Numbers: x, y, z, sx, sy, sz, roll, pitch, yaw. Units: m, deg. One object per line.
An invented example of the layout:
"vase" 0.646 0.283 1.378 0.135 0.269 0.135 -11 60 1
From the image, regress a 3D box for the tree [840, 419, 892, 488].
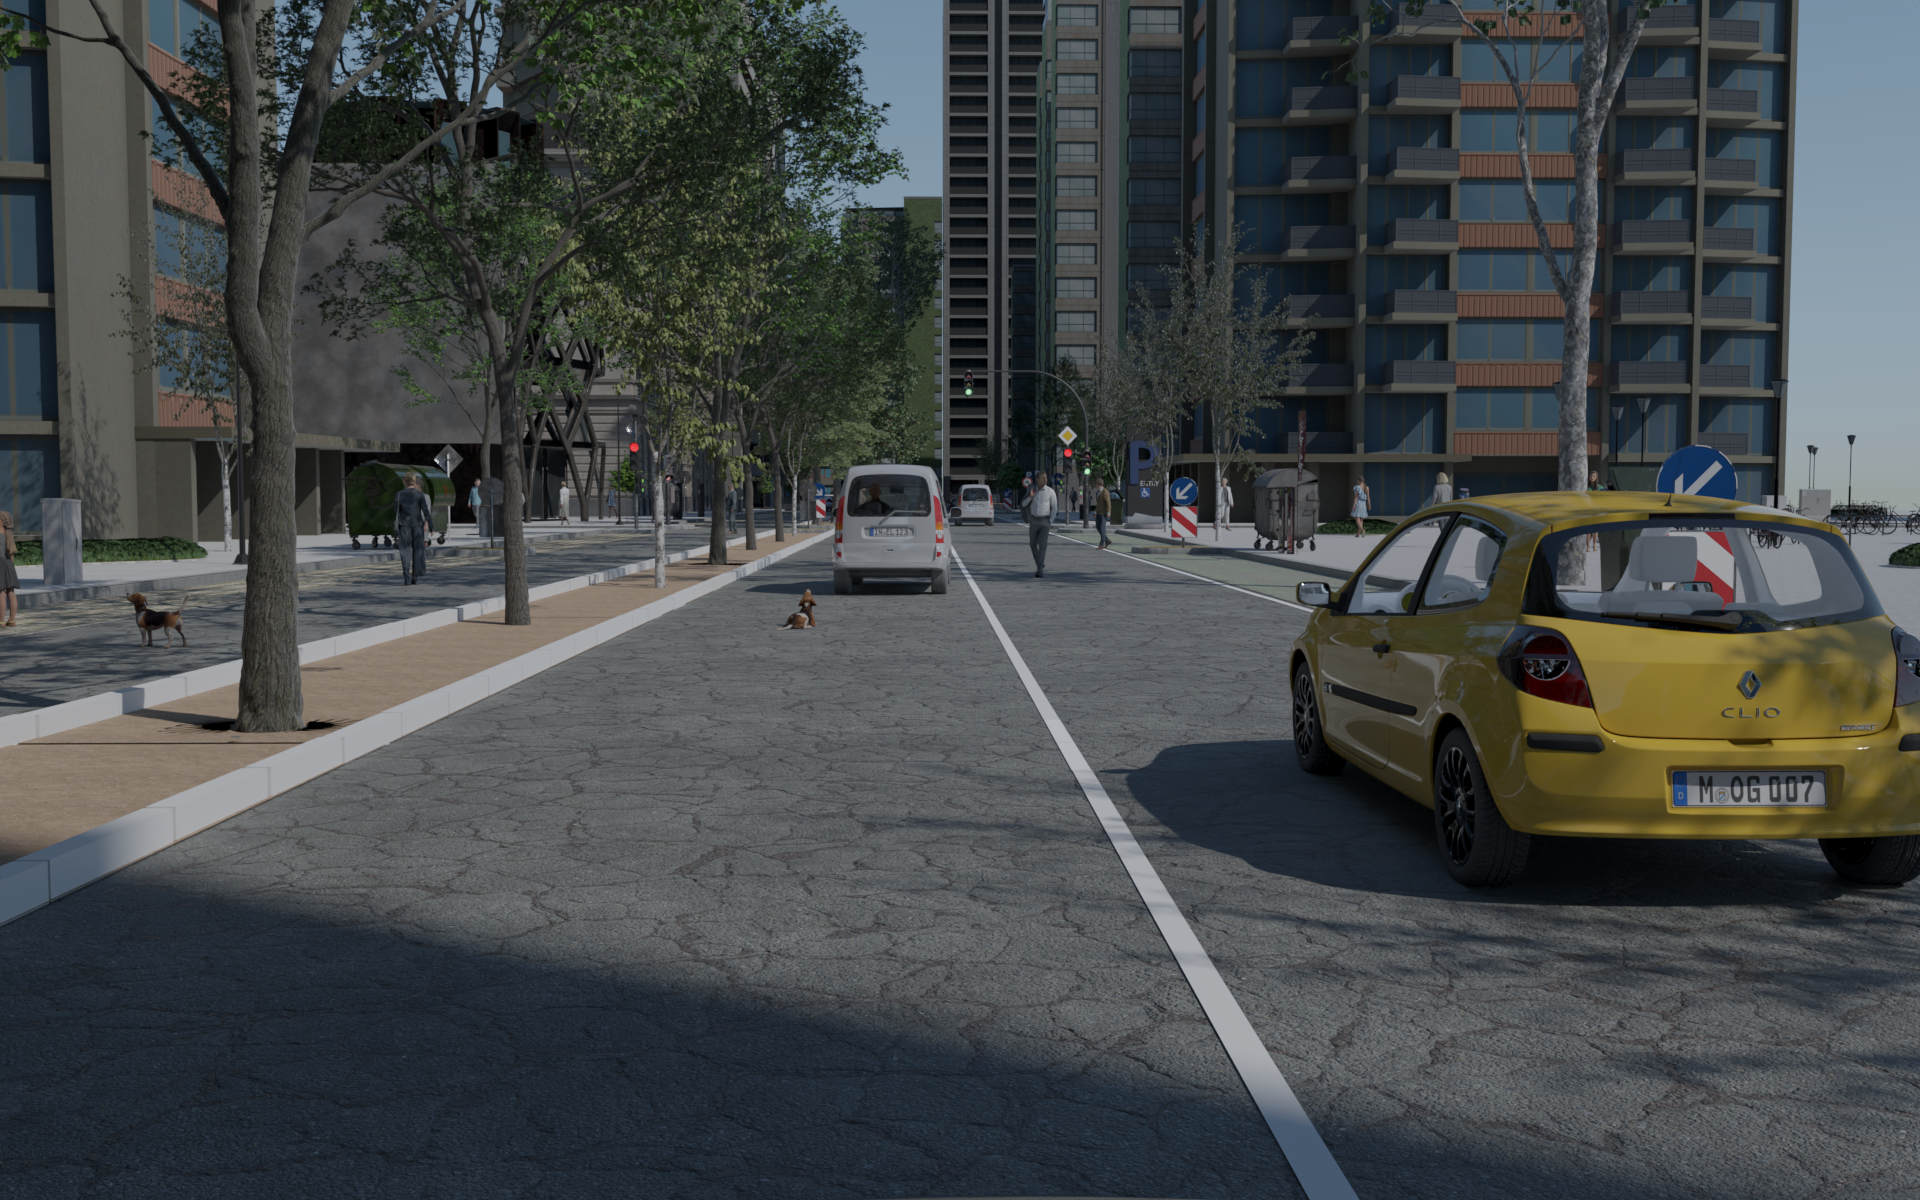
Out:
"tree" -7.123 -10.823 129.780 4.737 8.622 4.395 0 3 0

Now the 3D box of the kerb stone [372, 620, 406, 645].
"kerb stone" -5.602 0.332 16.781 0.120 0.150 1.000 0 4 -1

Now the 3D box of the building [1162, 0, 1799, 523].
"building" 23.773 -26.268 84.103 28.867 44.769 22.147 0 4 -1

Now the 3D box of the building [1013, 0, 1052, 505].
"building" 17.815 -53.599 189.022 22.319 86.520 31.000 0 4 -1

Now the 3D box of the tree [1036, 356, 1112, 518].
"tree" 6.270 -8.635 91.551 4.737 8.622 4.395 0 3 0

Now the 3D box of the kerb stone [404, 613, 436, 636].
"kerb stone" -5.618 0.272 17.803 0.120 0.150 1.000 0 4 -1

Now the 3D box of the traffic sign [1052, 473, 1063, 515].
"traffic sign" 5.929 -6.406 104.851 0.768 2.556 0.104 0 4 2

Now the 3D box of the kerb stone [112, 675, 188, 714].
"kerb stone" -5.481 0.651 11.638 0.120 0.150 1.000 0 4 -1

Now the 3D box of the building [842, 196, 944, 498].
"building" -9.383 -34.023 239.874 14.086 41.232 14.154 0 4 -1

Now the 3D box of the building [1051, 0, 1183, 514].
"building" 14.072 -27.748 137.276 14.154 41.232 14.086 0 4 -1

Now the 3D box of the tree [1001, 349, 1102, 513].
"tree" 6.098 -10.827 111.430 7.601 10.594 8.767 0 4 7

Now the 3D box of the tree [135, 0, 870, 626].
"tree" -4.805 -5.017 18.905 8.767 10.594 7.601 0 4 -1

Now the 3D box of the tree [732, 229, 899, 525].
"tree" -6.202 -9.363 73.669 7.486 12.596 7.792 0 3 0

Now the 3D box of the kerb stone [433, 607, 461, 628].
"kerb stone" -5.648 0.206 18.828 0.120 0.150 1.000 0 4 -1

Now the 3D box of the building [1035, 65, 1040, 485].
"building" 14.124 -28.755 153.739 14.154 41.232 14.086 0 4 -1

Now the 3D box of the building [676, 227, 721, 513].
"building" -24.854 -20.270 128.686 12.463 27.353 25.104 0 4 -1

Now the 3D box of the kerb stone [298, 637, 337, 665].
"kerb stone" -5.551 0.457 14.728 0.120 0.150 1.000 0 4 -1

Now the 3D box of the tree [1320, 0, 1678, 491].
"tree" 9.877 -10.315 24.536 12.611 20.169 13.585 0 3 0

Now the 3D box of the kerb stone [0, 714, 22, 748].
"kerb stone" -5.437 0.771 9.592 0.120 0.150 1.000 0 4 -1

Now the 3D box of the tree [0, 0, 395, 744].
"tree" -4.068 -5.004 10.027 9.928 11.665 9.643 0 3 0

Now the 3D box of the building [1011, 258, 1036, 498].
"building" 13.178 -27.000 213.143 14.160 30.474 14.107 0 4 -1

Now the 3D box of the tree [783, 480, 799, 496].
"tree" -17.545 -11.388 180.789 1.663 3.219 1.824 0 3 0

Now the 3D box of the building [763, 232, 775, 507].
"building" -26.466 -24.663 174.947 14.160 30.474 14.107 0 4 -1

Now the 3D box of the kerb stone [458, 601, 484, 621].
"kerb stone" -5.671 0.145 19.850 0.120 0.150 1.000 0 4 -1

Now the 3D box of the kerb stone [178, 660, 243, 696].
"kerb stone" -5.503 0.582 12.674 0.120 0.150 1.000 0 4 -1

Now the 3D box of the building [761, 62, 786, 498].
"building" -34.388 -37.550 203.187 27.495 52.752 28.713 0 4 -1

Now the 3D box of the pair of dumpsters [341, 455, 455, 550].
"pair of dumpsters" -13.445 -2.390 41.565 1.574 2.255 4.437 0 4 -1

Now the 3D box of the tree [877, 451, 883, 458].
"tree" -7.484 -11.107 134.413 4.360 8.622 3.978 0 3 0

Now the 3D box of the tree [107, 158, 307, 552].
"tree" -16.320 -5.370 38.155 4.360 8.622 3.978 0 3 0

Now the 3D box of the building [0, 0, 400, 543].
"building" -33.077 -23.951 46.229 28.867 44.769 22.147 0 4 -1

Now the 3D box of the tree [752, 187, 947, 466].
"tree" -7.579 -15.148 106.010 12.611 20.169 13.585 0 3 0

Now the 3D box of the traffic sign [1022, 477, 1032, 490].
"traffic sign" 5.019 -7.900 129.267 0.768 2.556 0.104 0 4 2

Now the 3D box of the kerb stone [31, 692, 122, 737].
"kerb stone" -5.449 0.713 10.617 0.120 0.150 1.000 0 4 -1

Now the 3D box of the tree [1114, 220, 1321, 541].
"tree" 7.195 -5.892 46.697 4.360 8.622 3.978 0 3 0

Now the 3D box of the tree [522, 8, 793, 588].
"tree" -4.507 -4.463 25.783 4.737 8.622 4.395 0 3 0

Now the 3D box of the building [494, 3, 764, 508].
"building" -29.461 -32.572 156.246 21.300 48.544 21.600 0 4 -1

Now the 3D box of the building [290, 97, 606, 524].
"building" -25.671 -13.121 81.975 16.820 18.784 16.811 0 4 -1

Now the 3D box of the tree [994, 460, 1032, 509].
"tree" 4.606 -10.418 154.055 4.285 4.588 4.351 0 3 0

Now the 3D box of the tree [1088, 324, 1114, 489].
"tree" 6.703 -6.587 58.060 4.360 8.622 3.978 0 3 0

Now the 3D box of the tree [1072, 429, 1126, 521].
"tree" 6.869 -6.060 82.788 4.285 4.588 4.351 0 3 0

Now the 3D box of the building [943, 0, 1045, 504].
"building" 7.881 -49.207 242.785 20.611 71.187 20.563 0 4 -1

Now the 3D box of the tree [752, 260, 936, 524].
"tree" -5.956 -10.035 83.535 9.611 12.733 9.660 0 3 0

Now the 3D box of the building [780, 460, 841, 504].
"building" -31.251 -24.556 246.524 28.899 21.520 27.650 0 4 -1

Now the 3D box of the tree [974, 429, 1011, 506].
"tree" 4.220 -14.702 190.744 4.360 8.622 3.978 0 3 0

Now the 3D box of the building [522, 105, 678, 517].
"building" -23.523 -16.971 106.347 11.050 23.489 19.941 0 4 -1

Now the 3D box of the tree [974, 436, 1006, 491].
"tree" 3.497 -15.786 208.465 4.737 8.622 4.395 0 3 0

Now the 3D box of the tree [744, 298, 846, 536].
"tree" -5.621 -6.463 58.487 4.360 8.622 3.978 0 3 0

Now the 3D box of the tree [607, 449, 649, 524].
"tree" -14.458 -4.910 74.882 1.663 3.219 1.824 0 3 0

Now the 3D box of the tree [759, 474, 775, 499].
"tree" -16.367 -9.193 144.903 1.663 3.219 1.824 0 3 0

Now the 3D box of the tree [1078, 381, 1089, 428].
"tree" 6.971 -7.696 76.188 4.360 8.622 3.978 0 3 0

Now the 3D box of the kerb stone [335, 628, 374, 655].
"kerb stone" -5.568 0.396 15.751 0.120 0.150 1.000 0 4 -1
